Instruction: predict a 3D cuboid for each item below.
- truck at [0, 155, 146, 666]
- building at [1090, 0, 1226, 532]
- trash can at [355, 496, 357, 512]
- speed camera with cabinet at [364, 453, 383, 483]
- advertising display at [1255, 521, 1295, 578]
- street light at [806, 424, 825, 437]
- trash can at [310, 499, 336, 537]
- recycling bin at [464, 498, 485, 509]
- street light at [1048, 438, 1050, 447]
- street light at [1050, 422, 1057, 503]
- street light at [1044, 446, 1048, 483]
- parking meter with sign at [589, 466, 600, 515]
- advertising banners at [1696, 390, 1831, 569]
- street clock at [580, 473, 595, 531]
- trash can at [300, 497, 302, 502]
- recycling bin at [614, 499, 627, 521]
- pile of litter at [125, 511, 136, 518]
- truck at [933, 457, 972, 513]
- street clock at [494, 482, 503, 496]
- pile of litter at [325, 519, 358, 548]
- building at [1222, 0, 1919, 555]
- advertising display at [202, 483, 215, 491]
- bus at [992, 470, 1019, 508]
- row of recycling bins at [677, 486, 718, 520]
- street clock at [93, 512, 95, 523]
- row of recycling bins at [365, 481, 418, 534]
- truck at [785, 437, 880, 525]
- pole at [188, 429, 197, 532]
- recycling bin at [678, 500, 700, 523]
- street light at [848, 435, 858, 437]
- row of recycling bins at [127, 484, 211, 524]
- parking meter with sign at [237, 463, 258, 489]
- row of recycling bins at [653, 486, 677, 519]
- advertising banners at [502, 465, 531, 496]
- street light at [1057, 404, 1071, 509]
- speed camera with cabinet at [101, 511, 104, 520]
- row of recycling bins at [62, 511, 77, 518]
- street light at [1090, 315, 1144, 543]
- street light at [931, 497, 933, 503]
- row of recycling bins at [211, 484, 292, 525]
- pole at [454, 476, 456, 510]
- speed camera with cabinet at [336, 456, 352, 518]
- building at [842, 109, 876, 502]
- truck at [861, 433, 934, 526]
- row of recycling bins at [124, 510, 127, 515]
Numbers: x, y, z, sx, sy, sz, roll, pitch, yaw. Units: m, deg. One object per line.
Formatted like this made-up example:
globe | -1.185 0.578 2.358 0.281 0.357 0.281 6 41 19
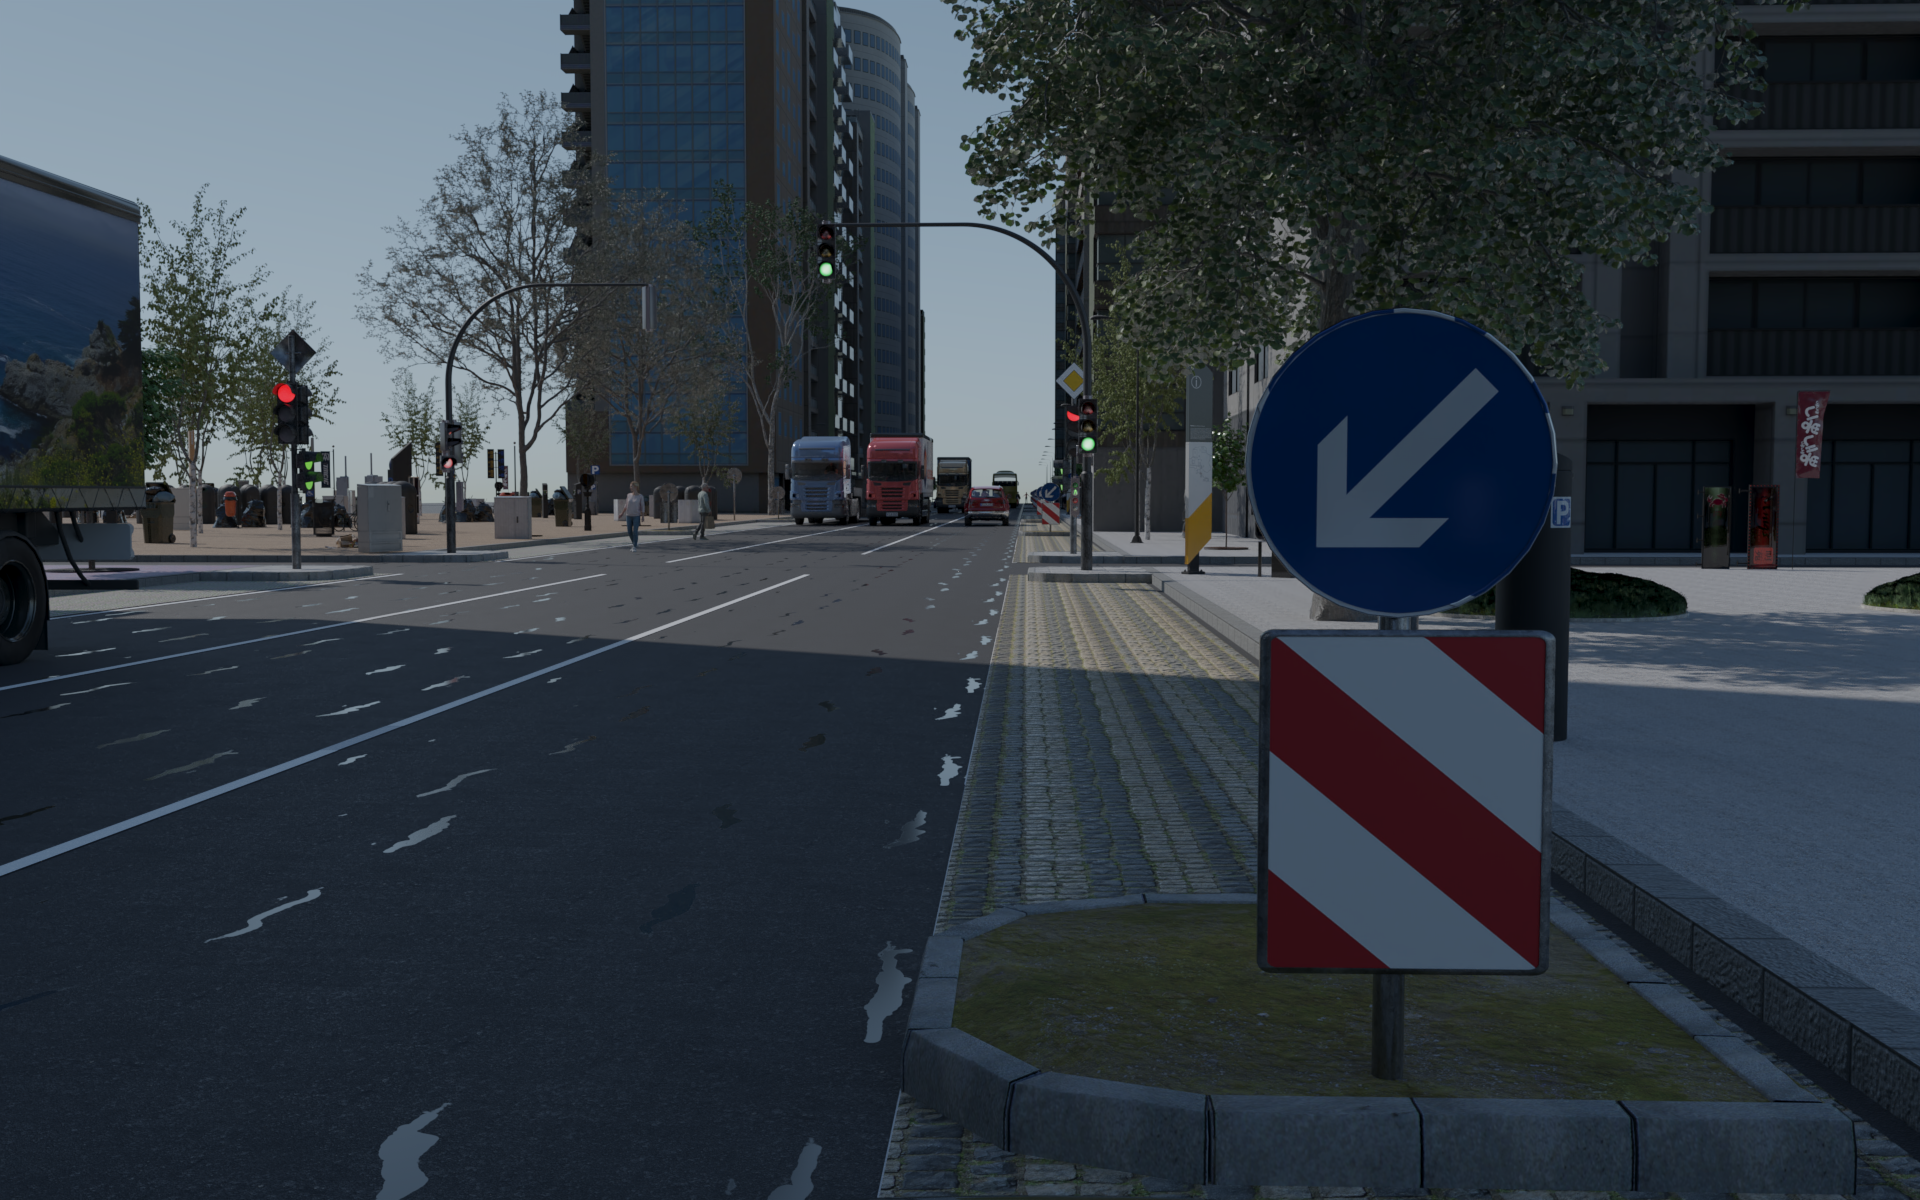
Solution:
truck | -9.087 -1.359 11.137 2.839 4.237 11.283 0 4 0
building | 11.815 -17.918 64.661 14.160 30.474 14.107 0 4 2
trash can | -37.577 -5.892 107.992 0.748 1.137 0.748 0 3 0
speed camera with cabinet | -27.614 -5.449 83.421 2.038 3.252 0.660 1 4 13
advertising display | 4.948 -1.300 26.469 0.974 1.923 0.123 3 5 44
street light | -9.563 -8.670 114.292 1.470 5.913 1.316 0 4 2
trash can | -19.107 -2.468 52.000 0.748 1.137 0.748 0 3 0
recycling bin | -27.194 -5.181 97.270 0.722 1.027 0.722 2 4 26
street light | 7.180 -9.159 122.298 1.470 5.913 1.316 0 4 2
street light | 6.730 -8.534 112.072 1.470 5.913 1.316 0 4 2
street light | 8.012 -10.520 144.534 1.470 5.913 1.316 0 4 2
parking meter with sign | -22.200 -6.645 104.904 0.543 3.016 1.738 0 4 -3
advertising banners | 13.655 -2.035 29.460 2.074 3.025 0.090 1 4 9
street clock | -12.967 -3.409 60.303 0.471 2.002 0.358 1 4 22
trash can | -38.774 -5.480 101.251 0.748 1.137 0.748 0 3 0
recycling bin | -15.975 -4.257 82.150 0.722 1.027 0.722 -2 4 -27
pile of litter | -43.502 -4.727 91.255 1.176 0.858 1.719 -3 4 -38
truck | -0.443 -8.797 132.747 2.839 4.237 11.283 0 4 2
street clock | -26.865 -5.893 100.916 0.471 2.002 0.358 2 4 25
pile of litter | -14.471 -1.696 41.692 1.719 0.858 1.176 -2 4 -35
building | 18.467 -37.088 44.646 20.611 71.187 20.563 0 4 2
advertising display | -42.939 -5.720 98.736 0.123 1.923 0.974 2 4 30
bus | 4.690 -11.524 179.969 2.896 3.916 12.252 0 4 2
row of recycling bins | -12.786 -4.786 85.363 1.069 1.692 3.534 0 4 7
street clock | -23.937 -2.635 47.654 0.358 2.002 0.471 -3 4 -37
row of recycling bins | -18.585 -3.009 56.317 1.069 1.692 3.534 -3 4 -38
truck | -5.934 -5.941 86.899 2.967 4.110 18.799 0 4 4
pole | -23.574 -3.630 53.199 0.158 3.312 0.155 0 3 0
recycling bin | -11.887 -3.887 76.102 0.722 1.027 0.722 2 4 29
street light | -8.732 -10.024 136.426 1.470 5.913 1.316 0 4 2
row of recycling bins | -33.791 -4.130 74.637 3.534 1.692 1.069 0 4 6
parking meter with sign | -39.376 -6.040 95.012 1.738 3.016 0.543 -2 4 -24
row of recycling bins | -14.563 -5.005 88.941 1.069 1.692 3.534 -3 5 -44
advertising banners | -27.147 -6.706 105.837 2.074 3.025 0.090 1 4 18
street light | 5.905 -7.142 89.309 1.470 5.913 1.316 0 4 2
speed camera with cabinet | -43.145 -5.690 87.361 2.038 3.252 0.660 2 4 27
row of recycling bins | -48.233 -5.364 94.818 1.069 1.692 3.534 0 4 -6
street light | 4.080 -4.439 45.117 1.470 5.913 1.316 0 4 2
street light | -3.671 -17.787 263.360 1.470 5.913 1.316 0 4 2
row of recycling bins | -29.608 -4.040 73.171 1.069 1.692 3.534 2 4 33
pole | -23.970 -5.383 81.863 0.158 3.312 0.155 0 3 0
speed camera with cabinet | -32.125 -5.870 90.306 0.660 3.252 2.038 -1 4 -13
building | -16.385 -30.336 179.595 14.154 41.232 14.086 0 4 2
truck | -2.805 -5.684 81.851 2.839 4.237 11.283 0 4 2
row of recycling bins | -48.402 -5.775 101.538 1.069 1.692 3.534 3 5 44
